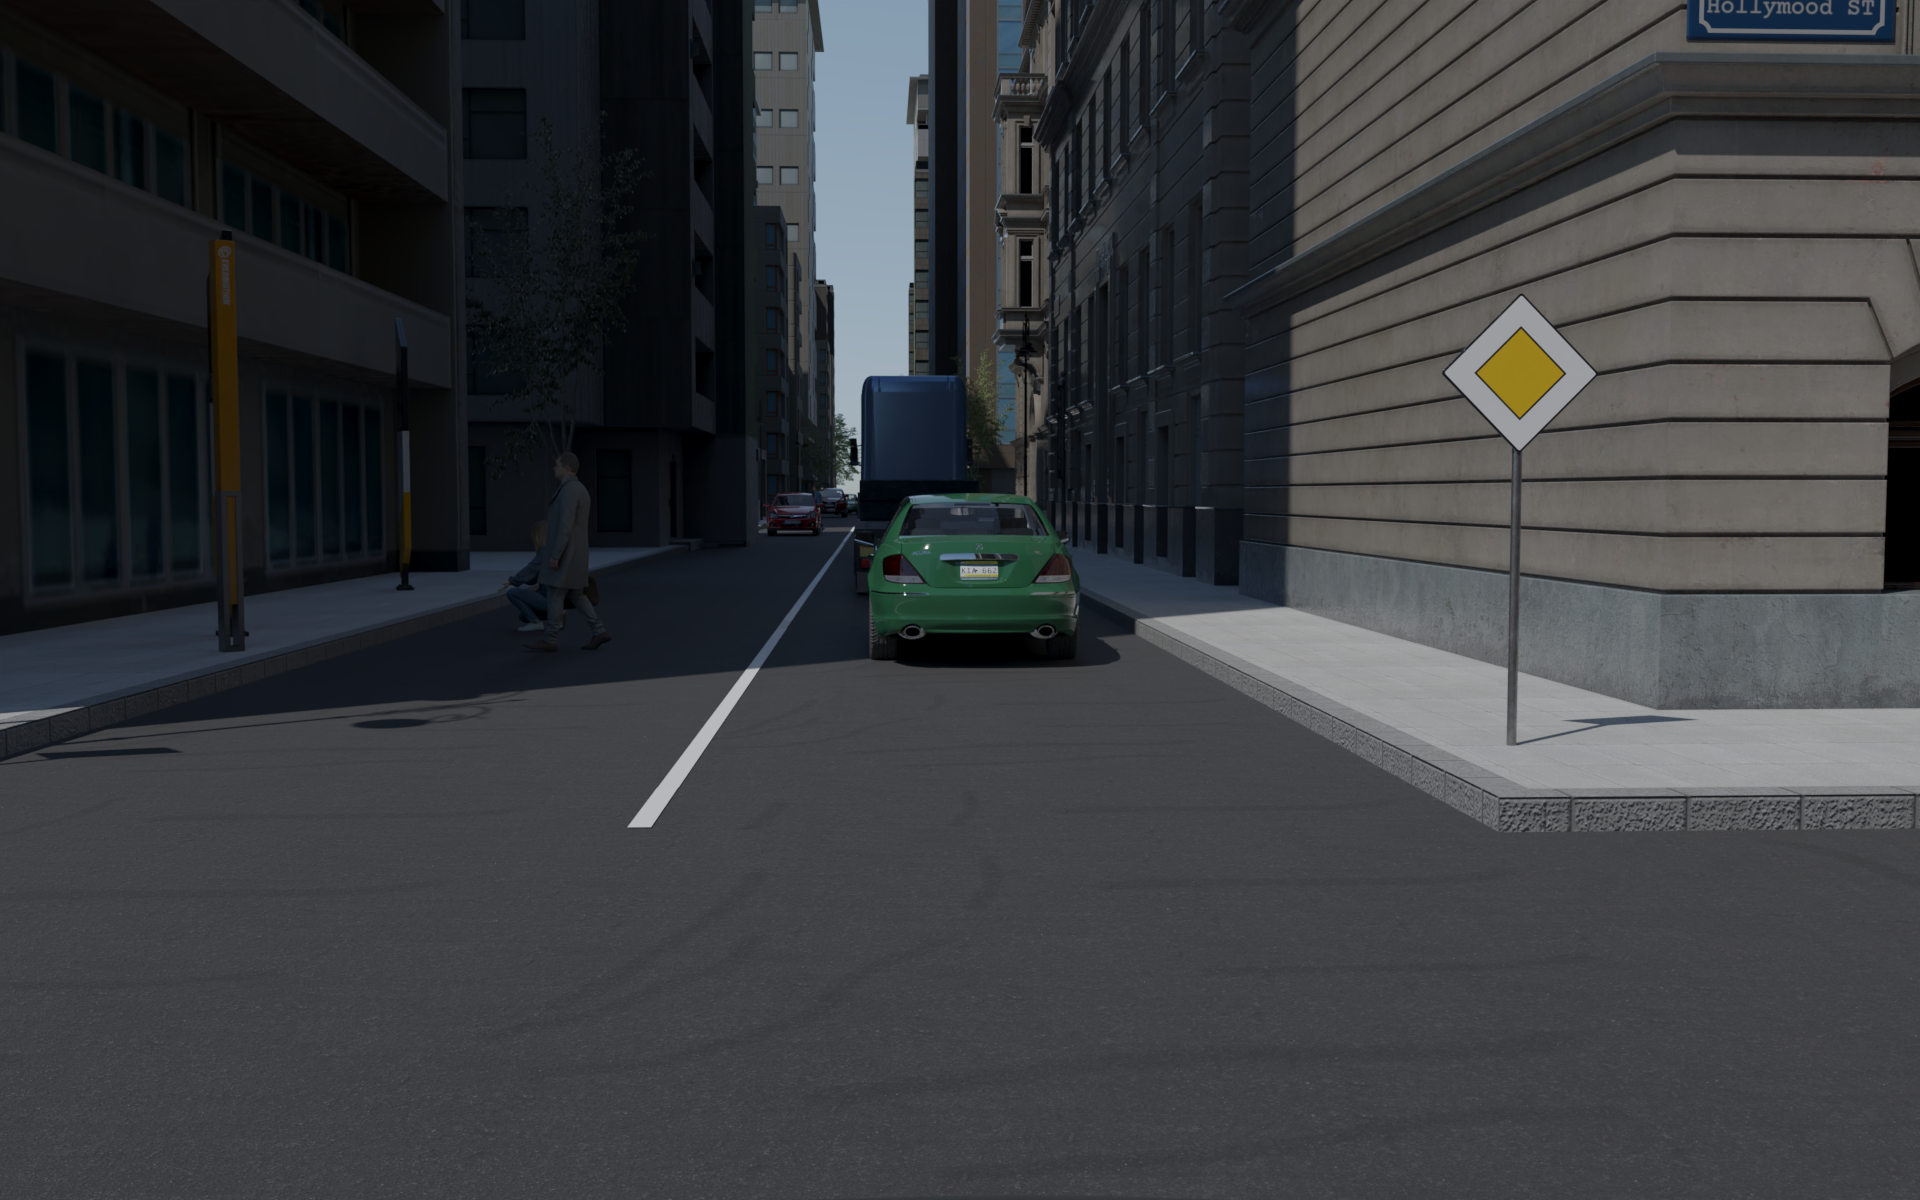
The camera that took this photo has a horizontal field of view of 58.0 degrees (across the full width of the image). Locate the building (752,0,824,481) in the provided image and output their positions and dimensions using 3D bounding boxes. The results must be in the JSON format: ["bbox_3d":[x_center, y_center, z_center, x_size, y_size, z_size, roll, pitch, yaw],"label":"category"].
[{"bbox_3d":[-28.686,-36.081,179.158,28.713,52.752,27.495,0,4,-3],"label":"building"}]

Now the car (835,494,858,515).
[{"bbox_3d":[-7.835,-6.828,120.439,1.959,1.807,4.718,0,4,-5],"label":"car"}]

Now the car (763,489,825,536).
[{"bbox_3d":[-5.817,-3.165,60.784,2.155,1.783,4.494,0,4,-4],"label":"car"}]

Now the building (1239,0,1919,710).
[{"bbox_3d":[20.808,-12.011,15.462,34.723,24.649,14.460,0,4,-3],"label":"building"}]

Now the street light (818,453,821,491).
[{"bbox_3d":[-13.741,-11.968,168.457,0.468,5.910,1.993,0,4,-3],"label":"street light"}]

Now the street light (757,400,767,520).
[{"bbox_3d":[-9.766,-6.864,85.019,0.468,5.910,1.993,0,4,-3],"label":"street light"}]

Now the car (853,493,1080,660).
[{"bbox_3d":[0.048,-0.283,16.433,2.131,1.459,4.920,0,4,-3],"label":"car"}]

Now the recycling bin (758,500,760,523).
[{"bbox_3d":[-9.321,-3.956,77.235,0.722,1.027,0.722,0,4,2],"label":"recycling bin"}]

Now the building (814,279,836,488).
[{"bbox_3d":[-23.794,-28.014,229.731,14.160,30.474,14.107,0,4,-3],"label":"building"}]

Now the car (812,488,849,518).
[{"bbox_3d":[-7.996,-6.026,107.205,2.281,1.827,5.304,0,4,-2],"label":"car"}]

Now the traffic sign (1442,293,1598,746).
[{"bbox_3d":[2.812,-0.314,8.776,0.795,2.450,0.064,0,4,-3],"label":"traffic sign"}]

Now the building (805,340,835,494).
[{"bbox_3d":[-29.306,-22.215,208.258,27.650,21.520,28.899,0,4,-3],"label":"building"}]

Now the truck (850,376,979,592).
[{"bbox_3d":[-0.754,-2.681,33.588,2.967,4.110,18.799,0,4,-3],"label":"truck"}]

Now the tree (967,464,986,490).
[{"bbox_3d":[0.298,-5.989,92.522,1.663,3.219,1.824,0,3,0],"label":"tree"}]

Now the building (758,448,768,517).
[{"bbox_3d":[-21.009,-39.972,91.800,20.563,71.187,20.611,0,4,-3],"label":"building"}]

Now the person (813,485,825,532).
[{"bbox_3d":[-5.251,-3.398,64.395,0.444,1.785,0.601,1,4,16],"label":"person"}]

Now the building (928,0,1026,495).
[{"bbox_3d":[5.021,-28.373,114.014,14.600,45.320,14.200,0,4,-3],"label":"building"}]

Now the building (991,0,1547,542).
[{"bbox_3d":[8.542,-15.118,66.259,14.460,24.649,34.723,0,4,-3],"label":"building"}]

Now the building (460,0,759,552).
[{"bbox_3d":[-12.691,-16.625,43.520,14.160,30.474,14.107,0,4,-3],"label":"building"}]

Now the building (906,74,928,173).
[{"bbox_3d":[7.922,-38.302,215.470,28.713,52.752,27.495,0,4,-3],"label":"building"}]

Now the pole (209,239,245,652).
[{"bbox_3d":[-5.946,-1.235,14.044,0.158,3.312,0.155,0,3,0],"label":"pole"}]

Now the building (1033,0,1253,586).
[{"bbox_3d":[8.616,-14.586,35.744,12.463,27.353,25.104,0,4,-3],"label":"building"}]

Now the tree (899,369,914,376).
[{"bbox_3d":[-4.359,-15.815,168.940,12.009,13.543,11.850,0,3,0],"label":"tree"}]

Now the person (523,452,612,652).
[{"bbox_3d":[-3.601,-0.442,15.833,0.767,1.812,0.694,0,3,0],"label":"person"}]

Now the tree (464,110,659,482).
[{"bbox_3d":[-7.766,-5.061,33.111,4.360,8.622,3.978,0,3,0],"label":"tree"}]

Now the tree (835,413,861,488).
[{"bbox_3d":[-17.427,-19.839,242.487,7.486,12.596,7.792,0,3,0],"label":"tree"}]

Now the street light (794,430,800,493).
[{"bbox_3d":[-11.644,-9.263,124.244,0.468,5.910,1.993,0,4,-3],"label":"street light"}]

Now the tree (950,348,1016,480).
[{"bbox_3d":[0.740,-8.429,88.176,4.737,8.622,4.395,0,3,0],"label":"tree"}]

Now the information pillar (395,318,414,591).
[{"bbox_3d":[-7.390,-1.935,22.993,0.183,3.616,0.504,-2,4,-26],"label":"information pillar"}]

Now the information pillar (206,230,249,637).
[{"bbox_3d":[-6.636,-1.484,15.619,0.183,3.616,0.504,-3,5,-41],"label":"information pillar"}]

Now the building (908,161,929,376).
[{"bbox_3d":[2.909,-23.325,153.063,14.160,30.474,14.107,0,4,-3],"label":"building"}]

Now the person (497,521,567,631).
[{"bbox_3d":[-4.515,-0.254,18.150,0.738,1.151,1.012,1,4,8],"label":"person"}]

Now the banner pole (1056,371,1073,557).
[{"bbox_3d":[2.042,-2.752,35.010,0.401,3.779,0.863,1,4,15],"label":"banner pole"}]

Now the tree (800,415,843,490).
[{"bbox_3d":[-13.144,-12.866,160.719,4.360,8.622,3.978,0,3,0],"label":"tree"}]

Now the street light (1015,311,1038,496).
[{"bbox_3d":[1.660,-4.342,43.784,0.468,5.910,1.993,0,4,-3],"label":"street light"}]

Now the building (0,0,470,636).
[{"bbox_3d":[-18.437,-24.047,16.864,21.300,48.544,21.600,0,4,-3],"label":"building"}]

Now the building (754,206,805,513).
[{"bbox_3d":[-25.240,-16.687,117.879,27.650,21.520,28.899,0,4,-3],"label":"building"}]

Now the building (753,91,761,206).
[{"bbox_3d":[-29.550,-27.624,143.531,32.217,40.220,23.993,0,4,-3],"label":"building"}]
